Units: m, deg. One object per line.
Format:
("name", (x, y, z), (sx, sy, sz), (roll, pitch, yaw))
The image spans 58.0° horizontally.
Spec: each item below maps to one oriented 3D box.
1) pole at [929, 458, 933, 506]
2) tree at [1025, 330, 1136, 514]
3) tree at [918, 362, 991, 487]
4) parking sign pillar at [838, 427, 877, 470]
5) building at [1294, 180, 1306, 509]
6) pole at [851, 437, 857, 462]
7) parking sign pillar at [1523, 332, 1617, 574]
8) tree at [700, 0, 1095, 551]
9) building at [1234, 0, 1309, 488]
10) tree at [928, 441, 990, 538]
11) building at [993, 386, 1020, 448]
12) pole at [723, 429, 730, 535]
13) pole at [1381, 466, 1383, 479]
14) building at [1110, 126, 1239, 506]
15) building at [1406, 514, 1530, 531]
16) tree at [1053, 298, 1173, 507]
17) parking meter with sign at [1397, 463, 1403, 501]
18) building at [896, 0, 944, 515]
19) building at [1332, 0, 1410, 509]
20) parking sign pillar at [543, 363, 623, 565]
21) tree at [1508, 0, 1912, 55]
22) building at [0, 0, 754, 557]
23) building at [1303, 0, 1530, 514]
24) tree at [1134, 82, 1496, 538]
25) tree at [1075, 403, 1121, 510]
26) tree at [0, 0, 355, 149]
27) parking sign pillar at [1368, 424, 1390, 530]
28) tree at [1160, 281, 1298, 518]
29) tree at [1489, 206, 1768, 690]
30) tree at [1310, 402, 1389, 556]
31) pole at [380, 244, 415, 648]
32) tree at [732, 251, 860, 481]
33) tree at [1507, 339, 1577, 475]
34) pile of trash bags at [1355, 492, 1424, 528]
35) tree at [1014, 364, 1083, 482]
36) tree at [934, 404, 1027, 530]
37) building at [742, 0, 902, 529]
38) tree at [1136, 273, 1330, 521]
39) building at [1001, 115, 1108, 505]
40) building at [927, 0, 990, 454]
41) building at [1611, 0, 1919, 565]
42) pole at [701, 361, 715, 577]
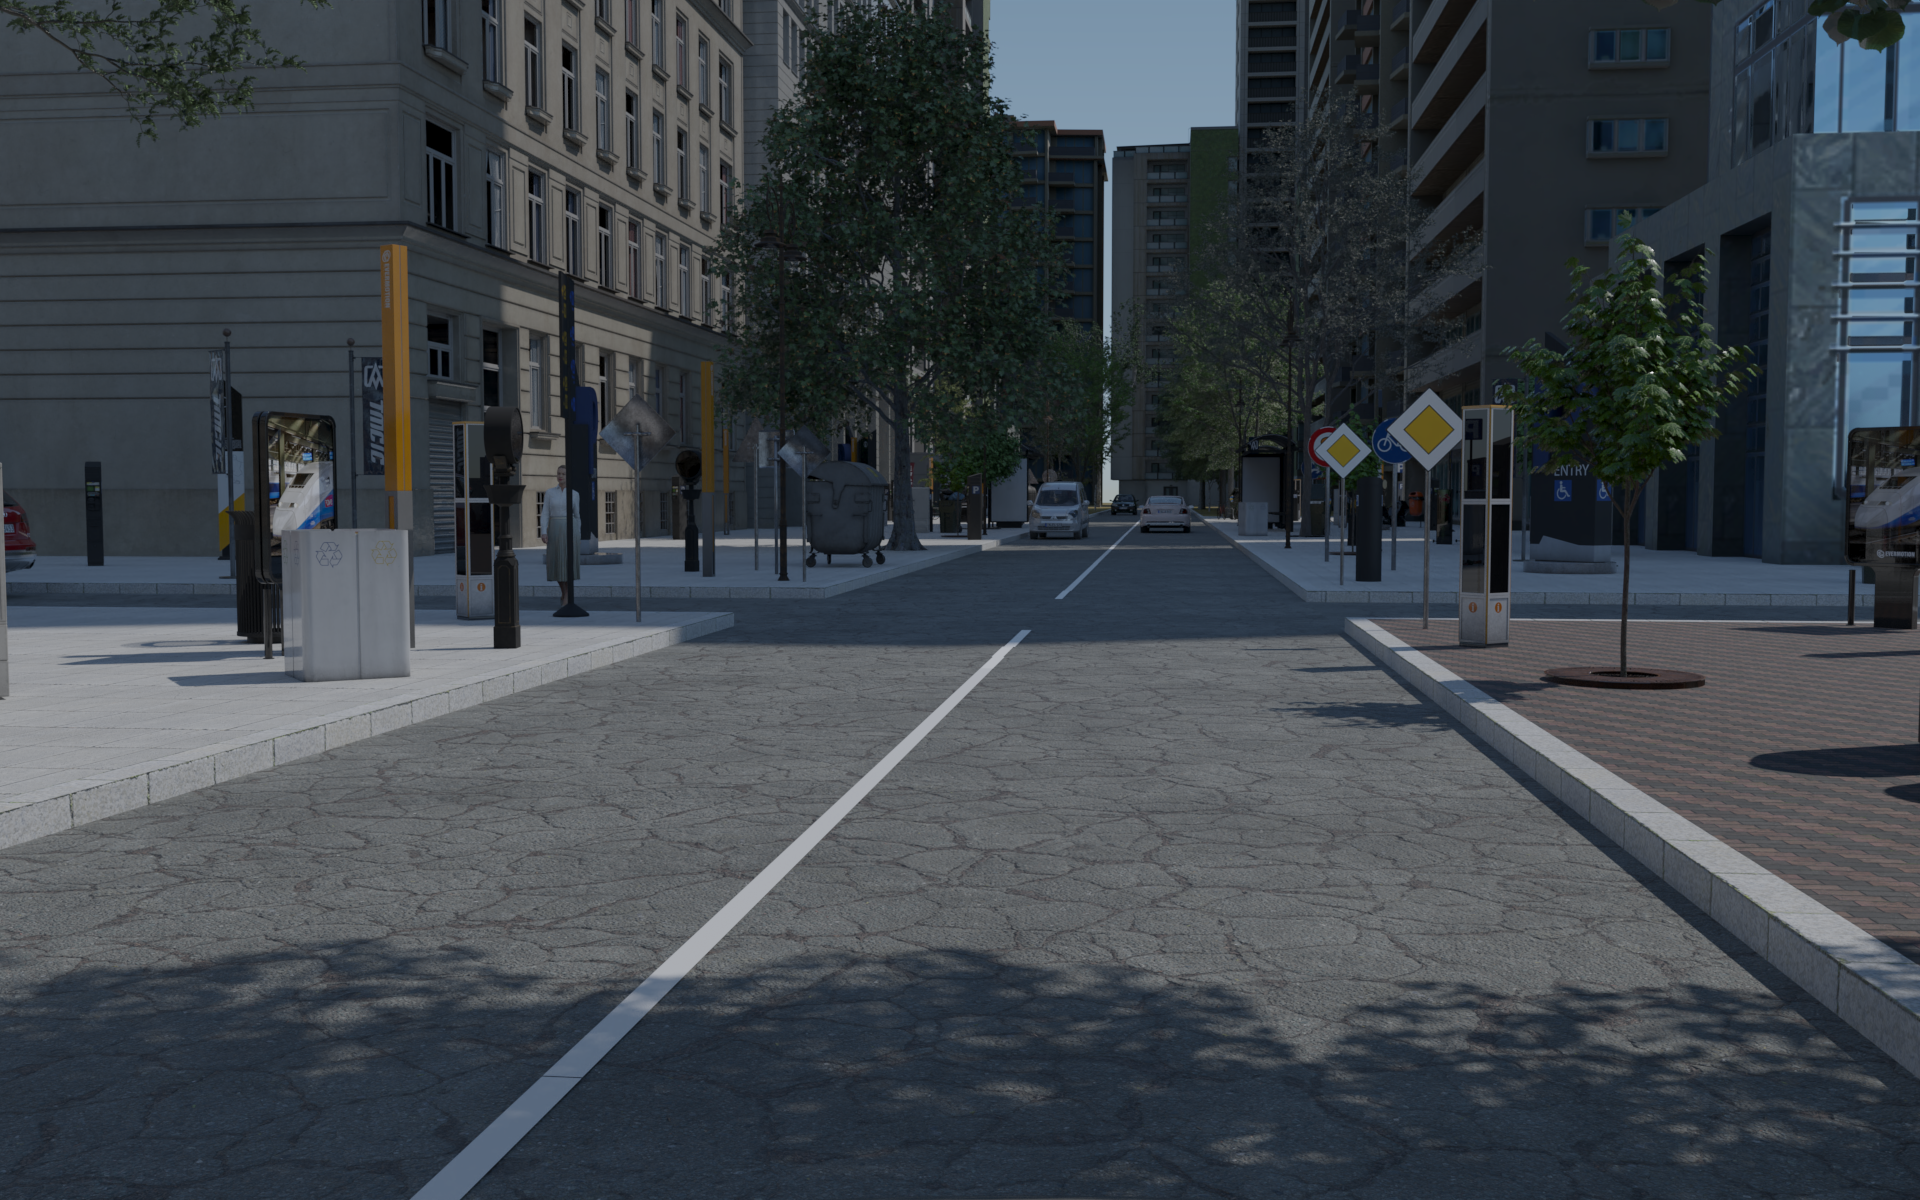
("pole", (-1.626, -6.334, 97.397), (0.158, 3.312, 0.155), (0, 3, 0))
("tree", (7.465, -11.319, 110.826), (9.928, 11.665, 9.643), (0, 3, 0))
("tree", (-0.407, -7.960, 80.501), (4.737, 8.622, 4.395), (0, 3, 0))
("parking sign pillar", (-4.129, -5.103, 71.899), (1.447, 3.967, 1.447), (-1, 4, -11))
("building", (37.433, -23.602, 157.589), (14.160, 30.474, 14.107), (0, 4, 7))
("pole", (-3.812, -4.196, 62.446), (0.158, 3.312, 0.155), (0, 3, 0))
("parking sign pillar", (9.976, -2.432, 28.241), (1.447, 3.967, 1.447), (-2, 4, -31))
("tree", (-1.407, -7.478, 39.273), (9.611, 12.733, 9.660), (0, 3, 0))
("building", (41.790, -46.381, 196.574), (20.611, 71.187, 20.563), (0, 4, 7))
("tree", (-0.186, -3.478, 51.462), (1.663, 3.219, 1.824), (0, 3, 0))
("building", (-10.918, -51.660, 157.309), (31.000, 86.520, 22.319), (0, 4, 7))
("pole", (-7.330, -3.699, 54.330), (0.158, 3.312, 0.155), (0, 3, 0))
("pole", (23.491, -6.283, 96.563), (0.158, 3.312, 0.155), (0, 3, 0))
("building", (24.177, -31.359, 196.319), (14.086, 41.232, 14.154), (0, 4, 7))
("building", (30.134, -27.199, 68.408), (21.300, 48.544, 21.600), (0, 4, 7))
("tree", (14.722, -18.952, 165.751), (12.611, 20.169, 13.585), (0, 3, 0))
("parking meter with sign", (24.577, -6.128, 96.460), (0.543, 3.016, 1.738), (1, 4, 12))
("building", (-10.663, -41.140, 110.885), (20.563, 71.187, 20.611), (0, 4, 7))
("building", (36.386, -28.094, 113.963), (22.147, 44.769, 28.867), (0, 4, 7))
("parking sign pillar", (-6.945, -2.649, 31.785), (1.447, 3.967, 1.447), (0, 4, -5))
("tree", (3.825, -5.863, 2.512), (9.857, 13.997, 8.962), (0, 3, 0))
("building", (-16.651, -13.204, 49.163), (16.112, 22.955, 30.059), (0, 4, 7))
("building", (39.444, -31.508, 138.849), (21.300, 48.544, 21.600), (0, 4, 7))
("tree", (10.453, -8.617, 51.261), (12.009, 13.543, 11.850), (0, 3, 0))
("tree", (10.767, -11.459, 137.717), (4.737, 8.622, 4.395), (0, 3, 0))
("tree", (-6.047, -4.461, 7.345), (7.601, 10.594, 8.767), (-1, 4, -23))
("parking sign pillar", (14.640, -4.485, 61.803), (1.447, 3.967, 1.447), (1, 4, 17))
("tree", (14.404, -10.636, 92.026), (7.486, 12.596, 7.792), (0, 3, 0))
("tree", (4.429, -1.054, 11.838), (1.663, 3.219, 1.824), (0, 3, 0))
("tree", (8.186, -2.569, 36.597), (1.663, 3.219, 1.824), (0, 3, 0))
("pole", (-4.647, -1.252, 14.311), (0.158, 3.312, 0.155), (0, 3, 0))
("tree", (-4.393, -6.135, 50.674), (4.360, 8.622, 3.978), (0, 3, 0))
("tree", (12.802, -3.234, 36.582), (4.285, 4.588, 4.351), (0, 3, 0))
("pile of trash bags", (16.820, -3.539, 67.610), (1.912, 1.369, 3.447), (-2, 4, -29))
("tree", (5.137, -8.909, 96.026), (4.360, 8.622, 3.978), (0, 3, 0))
("tree", (0.765, -4.867, 63.292), (4.285, 4.588, 4.351), (0, 3, 0))
("building", (-10.200, -18.396, 78.273), (11.434, 29.767, 29.804), (0, 4, 7))
("tree", (13.686, -9.555, 81.980), (9.928, 11.665, 9.643), (0, 3, 0))
("building", (2.613, -33.562, 203.360), (28.867, 44.769, 22.147), (0, 4, 7))
("building", (-5.439, -27.224, 128.703), (14.154, 41.232, 14.086), (0, 4, 7))
("building", (31.591, -44.361, 37.979), (31.000, 86.520, 22.319), (0, 4, 7))
("pole", (-3.893, -2.014, 26.767), (0.158, 3.312, 0.155), (0, 3, 0))
